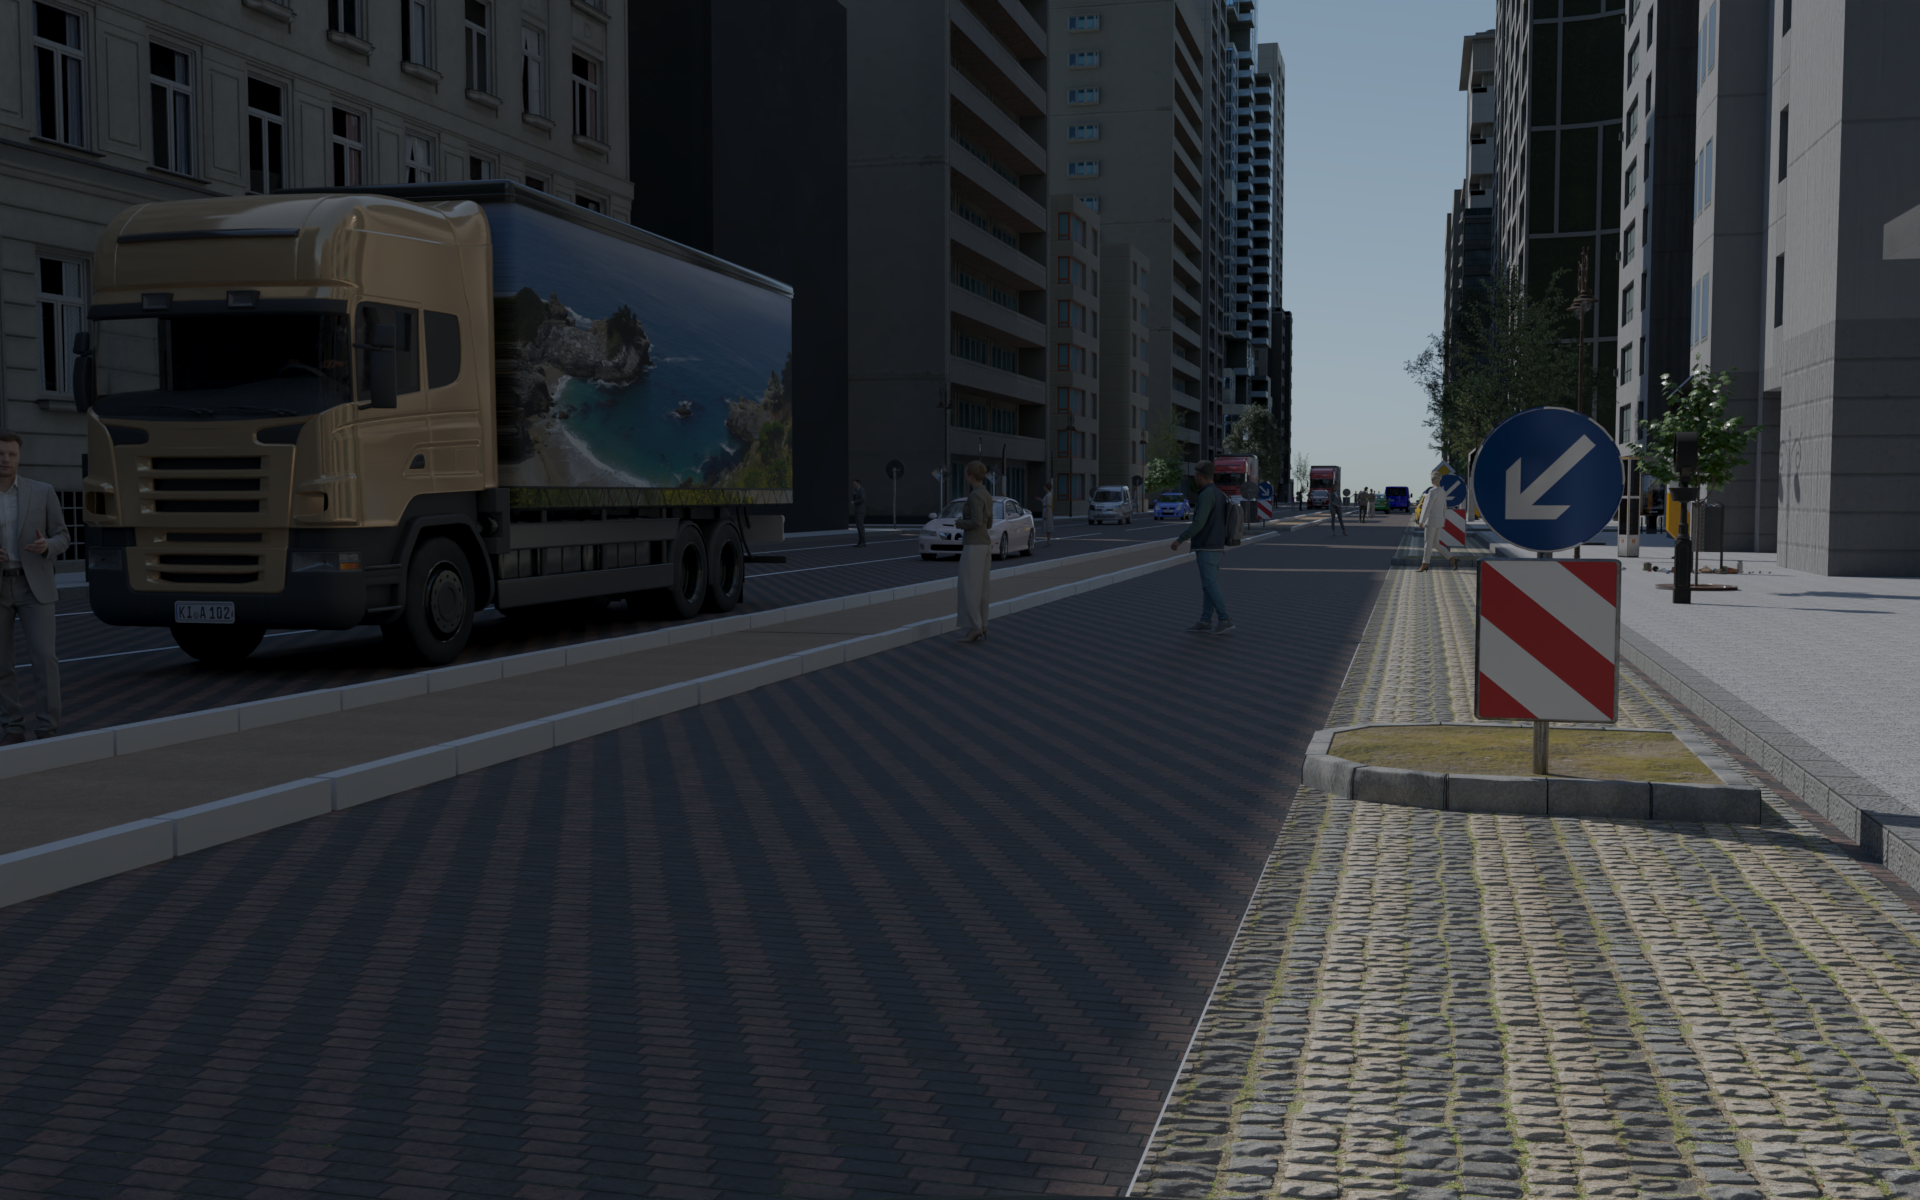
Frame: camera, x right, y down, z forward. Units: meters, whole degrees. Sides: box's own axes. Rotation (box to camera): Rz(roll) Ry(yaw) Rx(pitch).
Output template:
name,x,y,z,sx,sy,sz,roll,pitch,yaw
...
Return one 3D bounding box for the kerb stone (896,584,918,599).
name,x,y,z,sx,sy,sz,roll,pitch,yaw
kerb stone,-0.814,-0.097,23.784,0.120,0.150,1.000,1,4,15

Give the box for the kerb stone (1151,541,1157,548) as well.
name,x,y,z,sx,sy,sz,roll,pitch,yaw
kerb stone,4.988,-1.431,45.589,0.120,0.150,1.000,1,4,15

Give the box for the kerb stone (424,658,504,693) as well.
name,x,y,z,sx,sy,sz,roll,pitch,yaw
kerb stone,-3.722,0.570,12.884,0.120,0.150,1.000,1,4,15

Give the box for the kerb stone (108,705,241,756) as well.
name,x,y,z,sx,sy,sz,roll,pitch,yaw
kerb stone,-4.513,0.751,9.914,0.120,0.150,1.000,1,4,15

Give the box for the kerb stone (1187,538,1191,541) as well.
name,x,y,z,sx,sy,sz,roll,pitch,yaw
kerb stone,6.824,-1.853,52.515,0.120,0.150,1.000,1,4,15

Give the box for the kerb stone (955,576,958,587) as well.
name,x,y,z,sx,sy,sz,roll,pitch,yaw
kerb stone,-0.028,-0.279,26.763,0.120,0.150,1.000,1,4,15

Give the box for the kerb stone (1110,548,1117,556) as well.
name,x,y,z,sx,sy,sz,roll,pitch,yaw
kerb stone,3.399,-1.065,39.643,0.120,0.150,1.000,1,4,15

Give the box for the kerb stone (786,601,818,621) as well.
name,x,y,z,sx,sy,sz,roll,pitch,yaw
kerb stone,-1.876,0.145,19.825,0.120,0.150,1.000,1,4,15

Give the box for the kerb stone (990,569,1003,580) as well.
name,x,y,z,sx,sy,sz,roll,pitch,yaw
kerb stone,0.496,-0.396,28.740,0.120,0.150,1.000,1,4,15

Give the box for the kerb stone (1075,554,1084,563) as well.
name,x,y,z,sx,sy,sz,roll,pitch,yaw
kerb stone,2.344,-0.824,35.670,0.120,0.150,1.000,1,4,15

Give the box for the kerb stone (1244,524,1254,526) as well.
name,x,y,z,sx,sy,sz,roll,pitch,yaw
kerb stone,11.963,-3.033,71.823,0.120,0.150,1.000,1,4,15

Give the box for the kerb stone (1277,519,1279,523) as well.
name,x,y,z,sx,sy,sz,roll,pitch,yaw
kerb stone,15.393,-3.820,84.675,0.120,0.150,1.000,1,4,15

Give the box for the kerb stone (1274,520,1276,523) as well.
name,x,y,z,sx,sy,sz,roll,pitch,yaw
kerb stone,14.858,-3.701,82.702,0.120,0.150,1.000,1,4,15

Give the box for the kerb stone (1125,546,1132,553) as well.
name,x,y,z,sx,sy,sz,roll,pitch,yaw
kerb stone,3.929,-1.187,41.618,0.120,0.150,1.000,1,4,15

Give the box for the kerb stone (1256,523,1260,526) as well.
name,x,y,z,sx,sy,sz,roll,pitch,yaw
kerb stone,12.754,-3.216,74.789,0.120,0.150,1.000,1,4,15

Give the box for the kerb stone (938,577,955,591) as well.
name,x,y,z,sx,sy,sz,roll,pitch,yaw
kerb stone,-0.295,-0.217,25.767,0.120,0.150,1.000,1,4,15

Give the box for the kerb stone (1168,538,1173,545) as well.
name,x,y,z,sx,sy,sz,roll,pitch,yaw
kerb stone,5.772,-1.608,48.555,0.120,0.150,1.000,1,4,15

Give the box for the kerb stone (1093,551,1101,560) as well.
name,x,y,z,sx,sy,sz,roll,pitch,yaw
kerb stone,2.872,-0.945,37.652,0.120,0.150,1.000,1,4,15

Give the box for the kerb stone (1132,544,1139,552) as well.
name,x,y,z,sx,sy,sz,roll,pitch,yaw
kerb stone,4.195,-1.245,42.607,0.120,0.150,1.000,1,4,15

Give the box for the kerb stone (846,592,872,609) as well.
name,x,y,z,sx,sy,sz,roll,pitch,yaw
kerb stone,-1.354,0.024,21.802,0.120,0.150,1.000,1,4,15

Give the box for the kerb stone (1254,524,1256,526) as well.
name,x,y,z,sx,sy,sz,roll,pitch,yaw
kerb stone,12.227,-3.096,72.810,0.120,0.150,1.000,1,4,15

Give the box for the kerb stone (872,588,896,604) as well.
name,x,y,z,sx,sy,sz,roll,pitch,yaw
kerb stone,-1.086,-0.036,22.788,0.120,0.150,1.000,1,4,15

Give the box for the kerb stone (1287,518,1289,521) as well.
name,x,y,z,sx,sy,sz,roll,pitch,yaw
kerb stone,16.973,-4.182,90.621,0.120,0.150,1.000,1,4,15

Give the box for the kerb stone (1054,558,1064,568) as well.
name,x,y,z,sx,sy,sz,roll,pitch,yaw
kerb stone,1.815,-0.703,33.692,0.120,0.150,1.000,1,4,15

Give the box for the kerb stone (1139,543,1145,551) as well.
name,x,y,z,sx,sy,sz,roll,pitch,yaw
kerb stone,4.452,-1.310,43.608,0.120,0.150,1.000,1,4,15

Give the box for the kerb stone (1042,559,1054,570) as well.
name,x,y,z,sx,sy,sz,roll,pitch,yaw
kerb stone,1.559,-0.643,32.702,0.120,0.150,1.000,1,4,15

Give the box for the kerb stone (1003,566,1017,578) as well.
name,x,y,z,sx,sy,sz,roll,pitch,yaw
kerb stone,0.759,-0.459,29.728,0.120,0.150,1.000,1,4,15

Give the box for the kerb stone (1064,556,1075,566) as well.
name,x,y,z,sx,sy,sz,roll,pitch,yaw
kerb stone,2.089,-0.763,34.677,0.120,0.150,1.000,1,4,15

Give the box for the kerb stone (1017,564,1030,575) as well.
name,x,y,z,sx,sy,sz,roll,pitch,yaw
kerb stone,1.027,-0.515,30.715,0.120,0.150,1.000,1,4,15

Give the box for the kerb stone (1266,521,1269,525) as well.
name,x,y,z,sx,sy,sz,roll,pitch,yaw
kerb stone,13.809,-3.459,78.742,0.120,0.150,1.000,1,4,15

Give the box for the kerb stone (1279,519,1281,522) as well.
name,x,y,z,sx,sy,sz,roll,pitch,yaw
kerb stone,15.650,-3.882,85.671,0.120,0.150,1.000,1,4,15

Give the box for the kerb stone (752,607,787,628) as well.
name,x,y,z,sx,sy,sz,roll,pitch,yaw
kerb stone,-2.140,0.210,18.835,0.120,0.150,1.000,1,4,15

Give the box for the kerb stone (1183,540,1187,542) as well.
name,x,y,z,sx,sy,sz,roll,pitch,yaw
kerb stone,6.564,-1.791,51.525,0.120,0.150,1.000,1,4,15

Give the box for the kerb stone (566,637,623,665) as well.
name,x,y,z,sx,sy,sz,roll,pitch,yaw
kerb stone,-3.191,0.448,14.869,0.120,0.150,1.000,1,4,15

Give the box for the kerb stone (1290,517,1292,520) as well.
name,x,y,z,sx,sy,sz,roll,pitch,yaw
kerb stone,17.498,-4.306,92.599,0.120,0.150,1.000,1,4,15

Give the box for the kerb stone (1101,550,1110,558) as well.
name,x,y,z,sx,sy,sz,roll,pitch,yaw
kerb stone,3.141,-0.999,38.653,0.120,0.150,1.000,1,4,15

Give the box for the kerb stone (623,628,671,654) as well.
name,x,y,z,sx,sy,sz,roll,pitch,yaw
kerb stone,-2.934,0.394,15.859,0.120,0.150,1.000,1,4,15

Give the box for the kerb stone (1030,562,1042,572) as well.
name,x,y,z,sx,sy,sz,roll,pitch,yaw
kerb stone,1.293,-0.582,31.707,0.120,0.150,1.000,1,4,15

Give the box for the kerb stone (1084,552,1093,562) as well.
name,x,y,z,sx,sy,sz,roll,pitch,yaw
kerb stone,2.608,-0.885,36.662,0.120,0.150,1.000,1,4,15

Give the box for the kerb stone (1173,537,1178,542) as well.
name,x,y,z,sx,sy,sz,roll,pitch,yaw
kerb stone,6.033,-1.671,49.546,0.120,0.150,1.000,1,4,15

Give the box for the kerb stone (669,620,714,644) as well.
name,x,y,z,sx,sy,sz,roll,pitch,yaw
kerb stone,-2.672,0.327,16.850,0.120,0.150,1.000,1,4,15

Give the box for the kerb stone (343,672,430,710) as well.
name,x,y,z,sx,sy,sz,roll,pitch,yaw
kerb stone,-3.990,0.636,11.892,0.120,0.150,1.000,1,4,15

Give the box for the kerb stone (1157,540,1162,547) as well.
name,x,y,z,sx,sy,sz,roll,pitch,yaw
kerb stone,5.240,-1.490,46.580,0.120,0.150,1.000,1,4,15

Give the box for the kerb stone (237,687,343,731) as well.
name,x,y,z,sx,sy,sz,roll,pitch,yaw
kerb stone,-4.254,0.691,10.903,0.120,0.150,1.000,1,4,15

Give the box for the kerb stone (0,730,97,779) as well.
name,x,y,z,sx,sy,sz,roll,pitch,yaw
kerb stone,-4.776,0.812,8.923,0.120,0.150,1.000,1,4,15

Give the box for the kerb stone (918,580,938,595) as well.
name,x,y,z,sx,sy,sz,roll,pitch,yaw
kerb stone,-0.551,-0.158,24.772,0.120,0.150,1.000,1,4,15

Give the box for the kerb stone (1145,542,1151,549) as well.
name,x,y,z,sx,sy,sz,roll,pitch,yaw
kerb stone,4.721,-1.370,44.595,0.120,0.150,1.000,1,4,15

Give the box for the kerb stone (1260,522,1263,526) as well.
name,x,y,z,sx,sy,sz,roll,pitch,yaw
kerb stone,13.022,-3.277,75.775,0.120,0.150,1.000,1,4,15

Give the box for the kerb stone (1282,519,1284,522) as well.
name,x,y,z,sx,sy,sz,roll,pitch,yaw
kerb stone,16.183,-4.002,87.657,0.120,0.150,1.000,1,4,15

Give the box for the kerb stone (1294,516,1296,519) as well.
name,x,y,z,sx,sy,sz,roll,pitch,yaw
kerb stone,18.284,-4.488,95.573,0.120,0.150,1.000,1,4,15

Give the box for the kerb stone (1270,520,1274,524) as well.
name,x,y,z,sx,sy,sz,roll,pitch,yaw
kerb stone,14.592,-3.640,81.712,0.120,0.150,1.000,1,4,15

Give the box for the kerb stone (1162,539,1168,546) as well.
name,x,y,z,sx,sy,sz,roll,pitch,yaw
kerb stone,5.513,-1.551,47.565,0.120,0.150,1.000,1,4,15

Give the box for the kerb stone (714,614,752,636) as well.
name,x,y,z,sx,sy,sz,roll,pitch,yaw
kerb stone,-2.409,0.266,17.846,0.120,0.150,1.000,1,4,15

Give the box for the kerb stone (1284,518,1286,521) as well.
name,x,y,z,sx,sy,sz,roll,pitch,yaw
kerb stone,16.443,-4.061,88.646,0.120,0.150,1.000,1,4,15

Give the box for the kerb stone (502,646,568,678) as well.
name,x,y,z,sx,sy,sz,roll,pitch,yaw
kerb stone,-3.457,0.509,13.879,0.120,0.150,1.000,1,4,15

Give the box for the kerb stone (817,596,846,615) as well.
name,x,y,z,sx,sy,sz,roll,pitch,yaw
kerb stone,-1.620,0.084,20.815,0.120,0.150,1.000,1,4,15

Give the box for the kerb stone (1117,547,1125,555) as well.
name,x,y,z,sx,sy,sz,roll,pitch,yaw
kerb stone,3.667,-1.127,40.630,0.120,0.150,1.000,1,4,15
